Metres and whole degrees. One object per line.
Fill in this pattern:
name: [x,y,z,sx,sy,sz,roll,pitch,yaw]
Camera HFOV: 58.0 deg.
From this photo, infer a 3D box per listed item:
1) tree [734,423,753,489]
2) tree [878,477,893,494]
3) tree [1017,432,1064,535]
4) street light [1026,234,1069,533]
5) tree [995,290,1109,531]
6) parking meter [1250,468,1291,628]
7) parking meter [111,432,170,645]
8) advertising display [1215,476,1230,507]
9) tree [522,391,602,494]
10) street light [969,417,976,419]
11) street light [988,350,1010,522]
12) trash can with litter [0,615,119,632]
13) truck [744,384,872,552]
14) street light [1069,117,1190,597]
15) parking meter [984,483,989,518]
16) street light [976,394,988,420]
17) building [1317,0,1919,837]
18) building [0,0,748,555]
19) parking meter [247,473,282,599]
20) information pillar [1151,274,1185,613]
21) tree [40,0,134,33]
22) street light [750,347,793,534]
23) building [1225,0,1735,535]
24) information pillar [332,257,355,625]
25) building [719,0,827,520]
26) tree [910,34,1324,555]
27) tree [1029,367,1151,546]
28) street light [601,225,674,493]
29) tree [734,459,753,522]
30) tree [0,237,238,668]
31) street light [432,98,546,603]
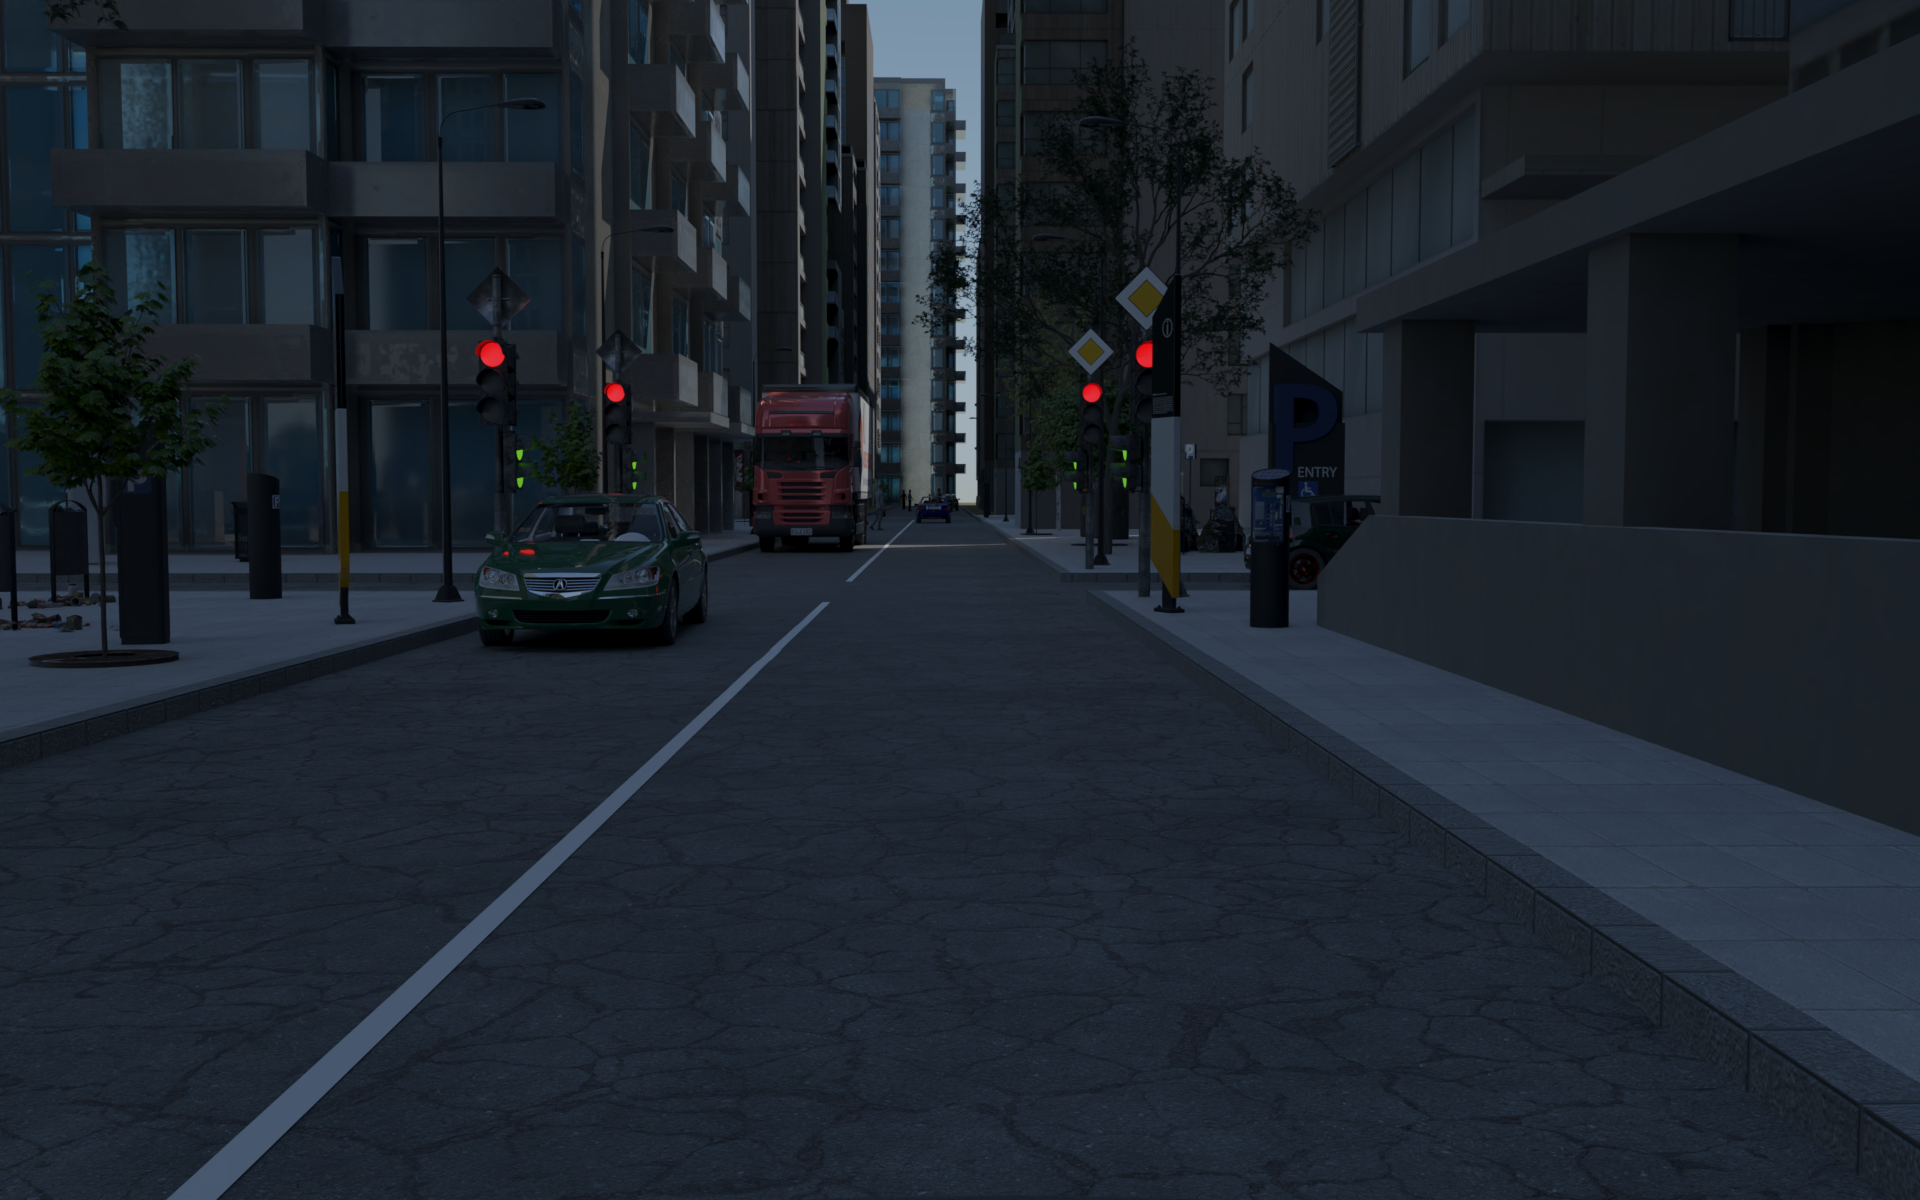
tree: [-7.955,-5.378,71.641,4.285,4.588,4.351,0,3,0]
tree: [-8.141,-11.469,182.112,1.663,3.219,1.824,0,3,0]
tree: [2.364,-3.636,54.049,1.663,3.219,1.824,0,3,0]
street light: [1.998,-3.581,31.085,1.470,5.913,1.316,0,4,-1]
tree: [3.344,-6.690,59.739,4.737,8.622,4.395,0,3,0]
parking meter: [2.990,-0.507,16.698,0.372,1.533,0.369,0,3,0]
parking meter: [-7.010,-0.557,14.811,0.399,1.863,0.255,-1,4,-11]
advertising display: [9.363,-3.465,61.874,0.123,1.923,0.974,-1,4,-18]
tree: [-7.224,-2.337,32.816,1.663,3.219,1.824,0,3,0]
street light: [1.256,-8.079,104.635,1.470,5.913,1.316,0,4,-1]
street light: [1.731,-5.093,55.819,1.470,5.913,1.316,0,4,-1]
trash can with litter: [-8.987,-0.330,16.458,2.233,1.210,1.678,1,4,20]
truck: [-3.835,-3.518,46.429,2.839,4.237,11.283,0,4,0]
street light: [2.160,-2.994,21.495,1.470,5.913,1.316,0,4,-1]
parking meter: [1.428,-5.386,93.764,0.255,1.863,0.399,0,4,-6]
street light: [1.596,-6.584,80.187,1.470,5.913,1.316,0,4,-1]
building: [19.659,-19.390,8.903,32.217,40.220,23.993,0,4,-1]
building: [-18.044,-26.254,48.856,23.786,49.044,30.456,0,4,-1]
parking meter: [-8.519,-0.783,21.215,0.372,1.533,0.369,0,3,0]
information pillar: [2.236,-1.677,18.768,0.183,3.616,0.504,-2,4,-24]
tree: [-6.600,-4.455,7.247,8.767,10.594,7.601,0,3,0]
street light: [-5.986,-5.041,54.953,1.470,5.913,1.316,0,4,-1]
building: [21.514,-27.649,41.298,27.495,52.752,28.713,0,4,-1]
information pillar: [-6.078,-1.569,17.011,0.183,3.616,0.504,-1,4,-22]
building: [-14.488,-24.948,91.492,14.154,41.232,14.086,0,4,-1]
tree: [3.061,-6.225,36.193,8.767,10.594,7.601,0,4,3]
tree: [3.415,-3.637,43.184,4.285,4.588,4.351,0,3,0]
street light: [-5.640,-3.519,30.081,1.470,5.913,1.316,0,4,-1]
tree: [-9.929,-5.208,79.750,1.663,3.219,1.824,0,3,0]
tree: [-6.581,-1.127,13.022,1.663,3.219,1.824,0,3,0]
street light: [-5.562,-2.932,20.472,1.470,5.913,1.316,0,4,-1]
